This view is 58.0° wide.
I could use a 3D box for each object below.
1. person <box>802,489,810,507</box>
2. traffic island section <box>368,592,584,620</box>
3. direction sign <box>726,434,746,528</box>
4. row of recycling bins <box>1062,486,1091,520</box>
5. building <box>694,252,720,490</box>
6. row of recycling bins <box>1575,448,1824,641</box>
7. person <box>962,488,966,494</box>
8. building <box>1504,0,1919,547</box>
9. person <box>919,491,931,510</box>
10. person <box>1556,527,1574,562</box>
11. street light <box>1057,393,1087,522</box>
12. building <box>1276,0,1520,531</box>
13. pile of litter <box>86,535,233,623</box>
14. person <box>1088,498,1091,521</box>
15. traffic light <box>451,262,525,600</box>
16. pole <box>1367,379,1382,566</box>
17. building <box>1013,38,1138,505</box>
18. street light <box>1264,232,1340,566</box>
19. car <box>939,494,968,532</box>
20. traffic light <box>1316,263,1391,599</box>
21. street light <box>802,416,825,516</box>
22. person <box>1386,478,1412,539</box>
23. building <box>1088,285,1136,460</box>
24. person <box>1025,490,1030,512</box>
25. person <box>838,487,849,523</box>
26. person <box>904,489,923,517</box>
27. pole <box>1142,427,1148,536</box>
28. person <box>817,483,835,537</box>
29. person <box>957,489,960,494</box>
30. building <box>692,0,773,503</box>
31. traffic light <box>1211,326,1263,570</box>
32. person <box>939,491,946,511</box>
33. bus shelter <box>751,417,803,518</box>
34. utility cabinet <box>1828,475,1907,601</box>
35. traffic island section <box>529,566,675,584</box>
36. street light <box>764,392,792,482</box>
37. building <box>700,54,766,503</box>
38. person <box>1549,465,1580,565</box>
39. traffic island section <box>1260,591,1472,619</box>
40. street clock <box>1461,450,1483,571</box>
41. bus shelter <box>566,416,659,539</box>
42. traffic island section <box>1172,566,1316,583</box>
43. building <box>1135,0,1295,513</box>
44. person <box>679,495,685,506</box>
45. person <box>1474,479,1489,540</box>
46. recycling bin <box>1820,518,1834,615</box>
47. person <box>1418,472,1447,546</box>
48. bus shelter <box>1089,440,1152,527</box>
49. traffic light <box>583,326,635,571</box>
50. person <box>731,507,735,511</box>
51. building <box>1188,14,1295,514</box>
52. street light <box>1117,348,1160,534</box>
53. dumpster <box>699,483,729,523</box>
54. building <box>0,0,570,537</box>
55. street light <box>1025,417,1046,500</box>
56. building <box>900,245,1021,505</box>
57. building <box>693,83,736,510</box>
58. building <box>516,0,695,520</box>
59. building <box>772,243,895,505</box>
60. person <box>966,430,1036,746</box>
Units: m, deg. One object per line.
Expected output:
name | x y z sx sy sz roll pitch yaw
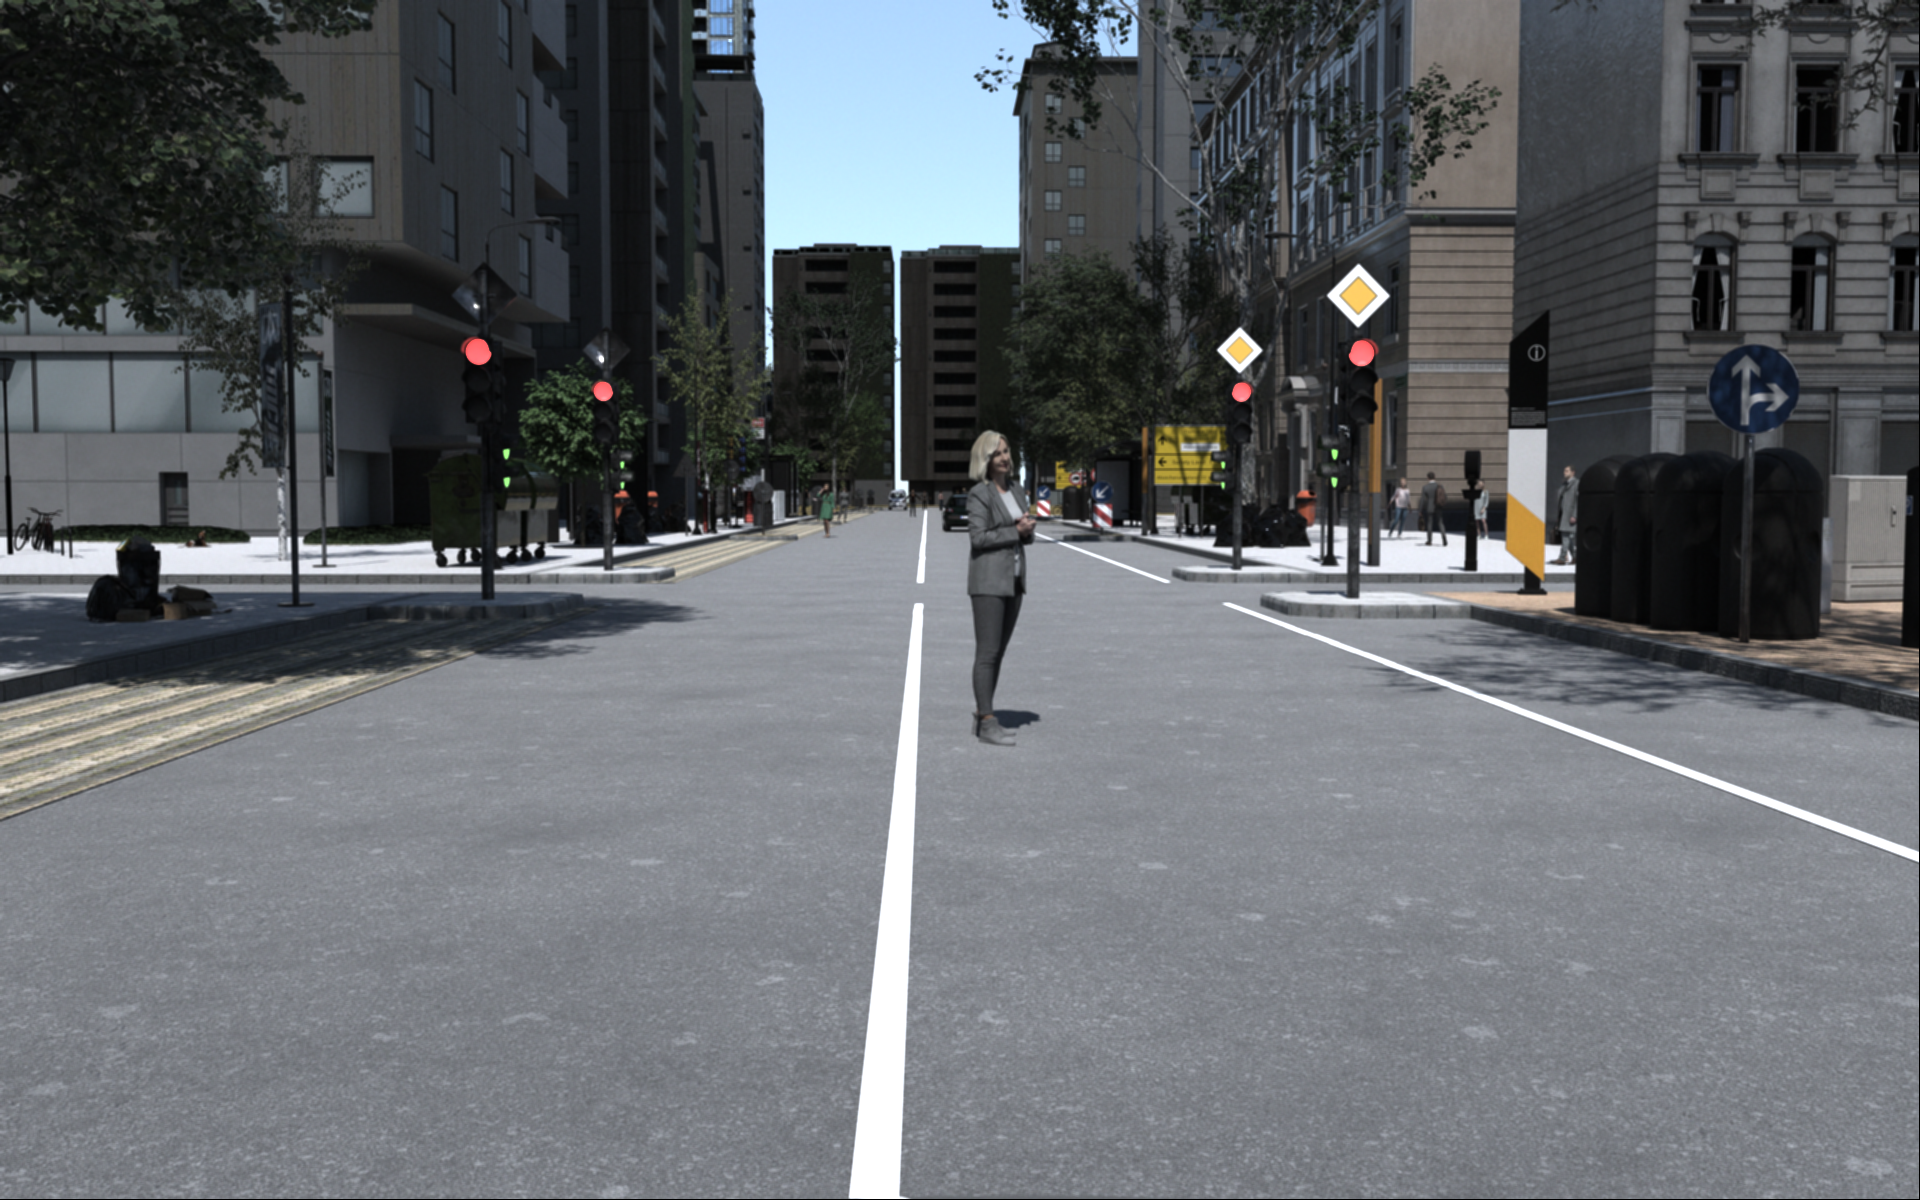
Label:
person | -15.116 -10.062 170.576 0.705 1.822 1.348 -2 4 -34
traffic island section | -5.777 0.070 21.135 2.009 0.180 2.903 0 4 -1
direction sign | -8.458 -4.493 65.465 0.876 3.537 0.379 -3 5 -41
row of recycling bins | 6.584 -4.847 86.363 3.534 1.692 1.069 -3 5 -39
building | -31.978 -16.711 118.260 27.650 21.520 28.899 0 4 -1
row of recycling bins | 7.054 -0.594 16.818 1.069 1.692 3.534 0 4 -7
person | 0.222 -5.529 99.328 0.576 1.772 0.534 2 4 29
building | 23.850 -11.799 42.059 18.267 20.994 9.793 0 4 -1
person | -3.187 -8.932 155.255 1.217 1.735 0.721 0 4 8
person | 11.425 -1.316 32.582 0.505 1.210 0.382 -2 4 -31
street light | 5.135 -6.558 79.769 1.470 5.913 1.316 0 4 -1
building | 21.255 -17.272 68.307 13.634 28.700 20.117 0 4 -1
pile of litter | -8.332 -0.251 18.062 1.176 0.858 1.719 2 4 32
person | 6.349 -4.446 83.018 0.425 1.301 0.394 0 4 7
traffic light | -5.737 -1.962 21.001 0.839 4.253 0.868 0 4 -1
pole | 7.349 -2.253 30.684 0.158 3.312 0.155 0 3 0
building | 20.756 -37.928 209.363 27.495 52.752 28.713 0 4 -1
street light | 6.083 -3.565 30.821 1.470 5.913 1.316 0 4 -1
car | 0.211 -3.512 67.207 2.009 1.686 4.222 0 4 -2
traffic light | 4.822 -1.975 21.217 0.839 4.253 0.868 0 4 -1
street light | -8.748 -8.007 103.455 1.470 5.913 1.316 0 4 -1
person | 12.401 -2.601 49.240 0.731 1.740 0.598 -2 4 -29
building | 26.529 -19.152 158.176 27.650 21.520 28.899 0 4 -1
person | 2.820 -3.808 72.577 0.330 1.601 0.589 0 4 6
person | -5.846 -4.765 86.689 0.520 1.790 0.573 -2 4 -26
person | -2.981 -6.154 109.945 1.217 1.723 0.721 -1 4 -9
pole | 5.660 -3.617 52.979 0.158 3.312 0.155 0 3 0
person | -4.383 -2.961 57.165 0.600 1.795 0.529 1 4 9
person | -0.198 -6.512 115.693 0.721 1.735 1.217 1 4 17
building | -37.255 -54.583 205.099 31.000 86.520 22.319 0 4 -1
traffic light | 4.670 -2.464 29.201 0.839 4.253 0.868 0 4 -1
person | -1.560 -8.670 150.963 0.721 1.736 1.217 2 4 27
bus shelter | -9.851 -7.059 93.044 2.179 5.291 8.768 0 4 -1
utility cabinet | 10.928 -0.732 20.641 1.173 1.500 0.318 -1 4 -18
traffic island section | -5.929 -0.418 29.119 2.009 0.180 2.903 0 4 -1
street light | -8.350 -6.514 79.043 1.470 5.913 1.316 0 4 -1
building | -25.745 -29.396 164.215 14.086 41.232 14.154 0 4 -1
person | 10.960 -1.539 31.301 0.767 1.812 0.694 -1 4 -13
traffic island section | 4.862 0.058 21.332 2.009 0.180 2.903 0 4 -1
street clock | 8.511 -1.482 28.796 0.358 2.002 0.471 1 4 21
bus shelter | -10.362 -3.714 52.012 1.731 3.624 6.357 0 4 -1
traffic island section | 4.711 -0.430 29.315 2.009 0.180 2.903 0 4 -1
building | 23.724 -35.870 128.481 21.231 58.520 28.212 0 4 -1
person | -13.566 -4.527 84.734 0.362 1.253 0.373 -1 4 -20
person | 14.673 -2.554 48.806 0.512 1.701 0.522 2 4 30
recycling bin | 8.817 -0.366 18.532 0.722 1.027 0.722 -3 4 -38
person | 11.725 -2.256 42.897 0.622 1.834 0.822 0 4 -6
bus shelter | 6.278 -4.502 67.533 2.014 3.302 5.546 0 4 -1
traffic light | -5.889 -2.450 28.985 0.839 4.253 0.868 0 4 -1
person | -17.517 -7.746 133.216 0.617 1.759 0.750 -2 4 -35
building | 19.986 -17.973 91.119 12.463 27.353 25.104 0 4 -1
street light | 5.693 -5.065 55.359 1.470 5.913 1.316 0 4 -1
dumpster | -11.068 -4.422 78.055 1.264 1.857 1.865 0 4 -1
building | -29.946 -28.934 62.311 28.713 52.752 27.495 0 4 -1
street light | 4.603 -8.051 104.179 1.470 5.913 1.316 0 4 -1
building | -0.092 -26.432 203.864 14.107 30.474 14.160 0 4 -1
building | -34.619 -27.655 144.040 32.217 40.220 23.993 0 4 -1
building | -21.924 -24.952 91.556 14.154 41.232 14.086 0 4 -1
building | -14.615 -26.347 202.473 14.107 30.474 14.160 0 4 -1
person | 0.274 -0.089 10.136 0.537 1.800 0.526 -3 5 -43
